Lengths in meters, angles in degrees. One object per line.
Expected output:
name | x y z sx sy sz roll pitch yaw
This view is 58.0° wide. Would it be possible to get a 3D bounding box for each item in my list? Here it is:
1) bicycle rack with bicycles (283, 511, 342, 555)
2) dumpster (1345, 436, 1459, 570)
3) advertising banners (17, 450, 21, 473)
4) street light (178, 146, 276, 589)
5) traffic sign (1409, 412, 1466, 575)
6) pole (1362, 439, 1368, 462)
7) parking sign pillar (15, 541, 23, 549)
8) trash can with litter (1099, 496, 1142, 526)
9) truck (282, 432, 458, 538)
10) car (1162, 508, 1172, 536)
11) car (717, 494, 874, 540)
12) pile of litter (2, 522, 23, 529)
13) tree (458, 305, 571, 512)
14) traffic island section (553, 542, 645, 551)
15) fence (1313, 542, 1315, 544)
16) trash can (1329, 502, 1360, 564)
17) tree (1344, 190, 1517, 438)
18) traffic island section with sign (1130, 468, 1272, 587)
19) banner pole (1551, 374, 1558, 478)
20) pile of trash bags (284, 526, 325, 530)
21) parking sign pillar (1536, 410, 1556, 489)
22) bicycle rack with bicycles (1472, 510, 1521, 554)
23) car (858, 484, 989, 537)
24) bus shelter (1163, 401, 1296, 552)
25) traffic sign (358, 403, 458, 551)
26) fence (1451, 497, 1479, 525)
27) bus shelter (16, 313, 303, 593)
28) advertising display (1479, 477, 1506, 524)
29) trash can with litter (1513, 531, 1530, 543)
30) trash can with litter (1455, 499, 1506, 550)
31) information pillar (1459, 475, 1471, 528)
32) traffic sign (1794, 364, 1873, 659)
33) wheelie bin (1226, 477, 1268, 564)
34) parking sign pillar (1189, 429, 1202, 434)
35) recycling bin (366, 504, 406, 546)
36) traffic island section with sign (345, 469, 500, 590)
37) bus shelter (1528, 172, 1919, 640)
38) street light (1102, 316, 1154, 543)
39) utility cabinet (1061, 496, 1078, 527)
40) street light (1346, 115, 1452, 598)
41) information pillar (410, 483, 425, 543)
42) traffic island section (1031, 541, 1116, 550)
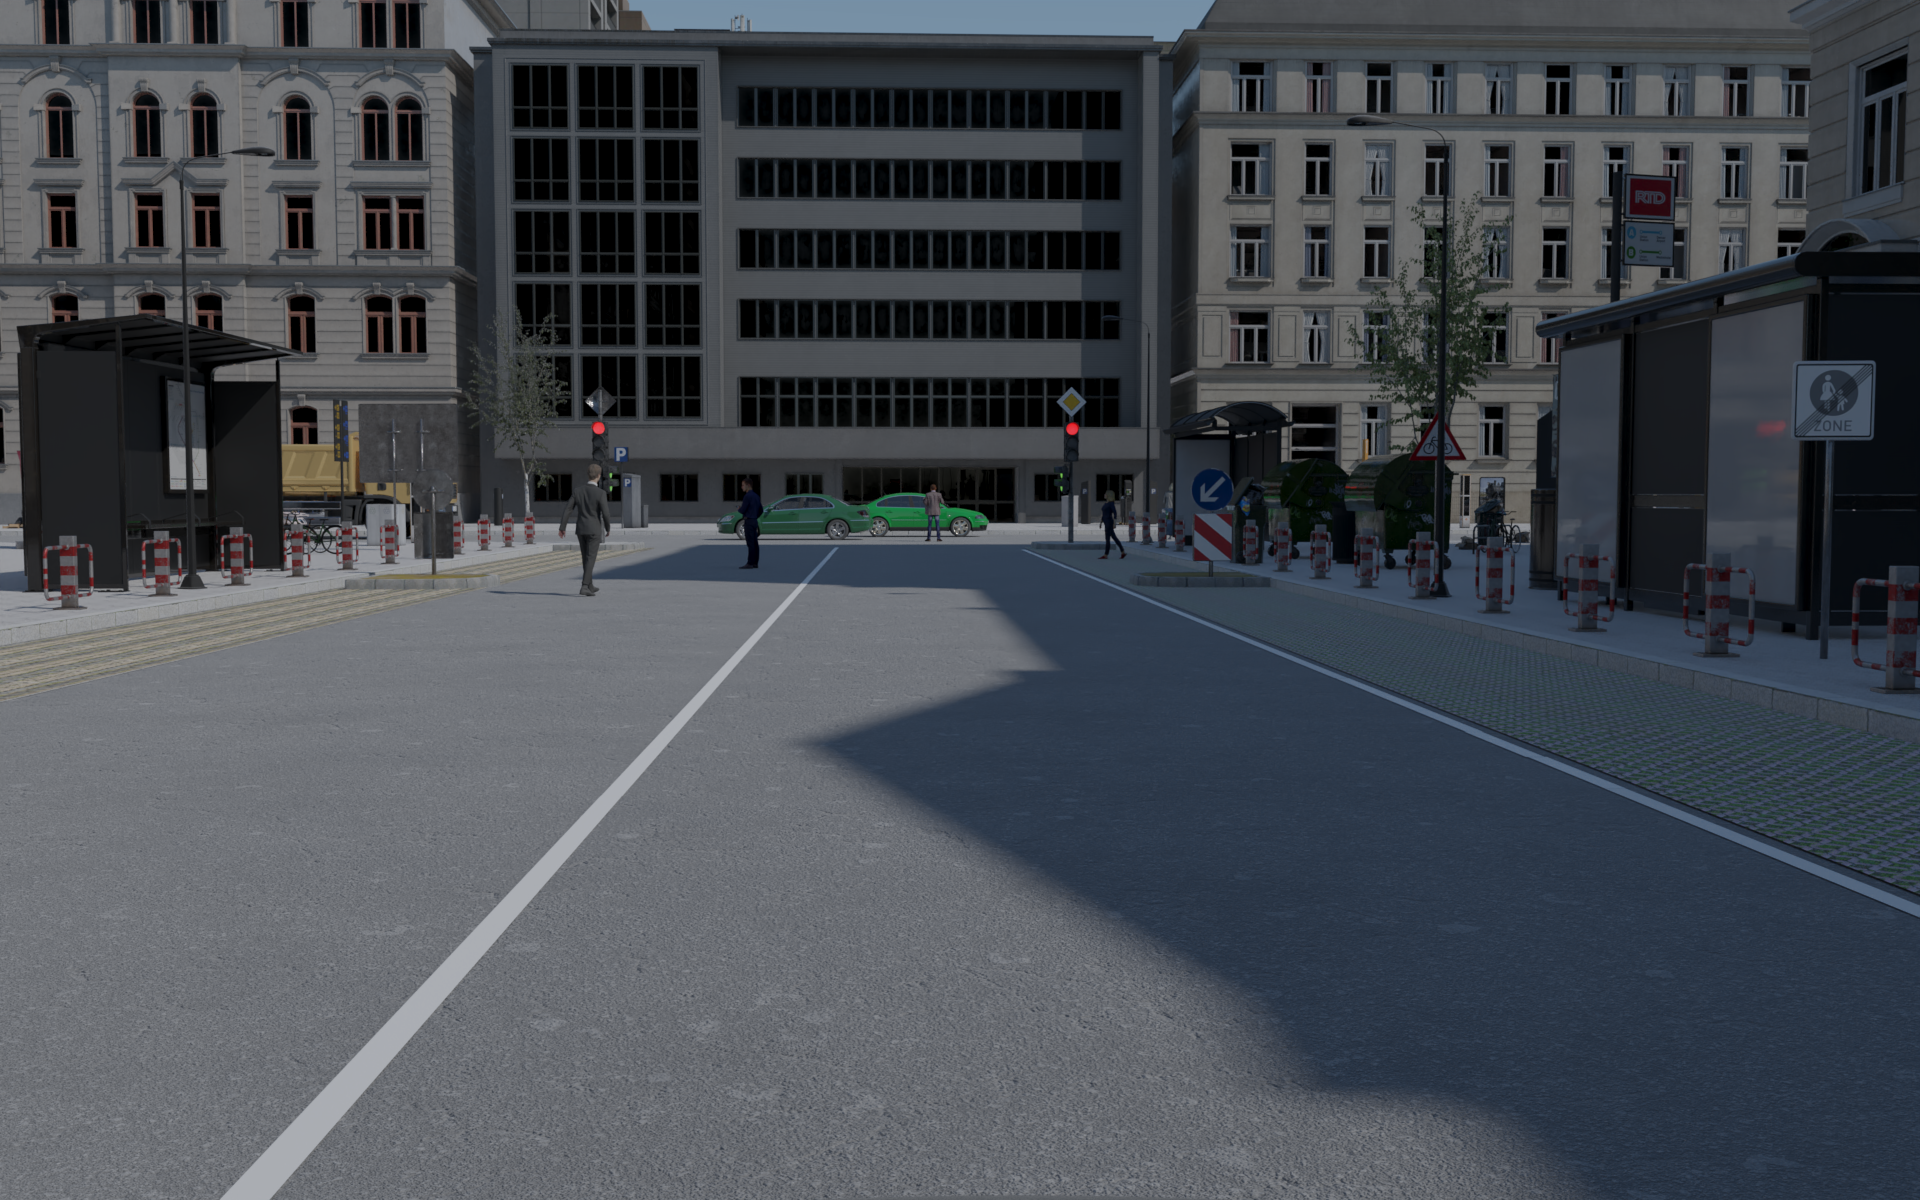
bicycle rack with bicycles | -14.380 -1.449 37.067 2.925 0.926 2.852 0 4 8
dumpster | 7.683 -1.692 30.156 1.502 2.255 1.985 0 4 -2
advertising banners | -36.879 -4.511 69.942 2.074 3.025 0.090 -3 4 -37
street light | -9.851 -3.104 23.288 1.470 5.913 1.316 0 4 -2
traffic sign | 7.518 -1.670 27.311 0.884 2.594 0.081 0 4 4
pole | 15.051 -4.316 64.417 0.158 3.312 0.155 0 3 0
parking sign pillar | -21.419 -3.192 40.662 1.447 3.967 1.447 0 4 2
trash can with litter | 6.684 -3.678 71.192 1.678 1.210 2.233 0 4 -5
truck | -20.275 -3.626 55.214 9.791 3.379 3.469 0 4 -4
car | 7.897 -2.265 49.032 4.499 1.417 2.014 0 4 -2
car | -5.179 -2.608 54.437 4.920 1.459 2.131 0 4 -2
pile of litter | -34.969 -3.103 64.693 1.719 0.858 1.176 2 4 30
tree | -16.840 -7.109 66.594 4.360 8.622 3.978 0 3 0
traffic island section | -9.340 -1.395 45.081 2.009 0.180 2.903 0 4 -2
fence | 8.297 -1.830 45.290 2.069 0.683 0.278 1 4 19
trash can | 7.176 -1.240 31.931 0.748 1.137 0.748 0 3 0
tree | 11.737 -5.644 42.649 4.737 8.622 4.395 0 3 0
traffic island section with sign | 3.737 -1.147 27.381 1.989 1.847 2.006 0 4 -2
banner pole | 11.090 -2.542 31.578 0.401 3.779 0.863 -2 4 -29
pile of trash bags | -24.006 -3.246 62.826 1.912 1.369 3.447 2 4 26
parking sign pillar | 14.837 -3.302 42.456 1.447 3.967 1.447 2 4 35
bicycle rack with bicycles | 11.987 -1.439 36.913 2.852 0.926 2.925 3 5 44
car | -1.394 -3.029 58.320 4.718 1.807 1.959 0 4 -2
bus shelter | 6.171 -2.844 40.419 2.014 3.302 5.546 0 4 -3
traffic sign | -12.405 -2.757 38.947 2.265 3.308 0.079 0 4 4
fence | 20.275 -3.677 71.323 2.264 1.192 0.480 1 4 11
bus shelter | -11.571 -2.100 25.619 1.731 3.624 6.357 0 4 -3
advertising display | 19.917 -3.646 64.833 0.974 1.923 0.123 3 5 40
trash can with litter | 15.051 -2.086 45.496 1.055 1.170 0.624 3 4 37
trash can with litter | 12.018 -1.749 39.986 1.055 1.170 0.624 -1 4 -20
information pillar | 19.001 -3.710 65.149 0.304 2.012 0.304 0 4 -7
traffic sign | 6.719 -0.689 13.403 0.606 2.300 0.079 0 4 5
wheelie bin | 5.329 -1.484 32.165 0.693 1.594 0.980 0 4 -7
parking sign pillar | 9.532 -4.816 67.216 1.447 3.967 1.447 -2 4 -29
recycling bin | -14.241 -1.861 42.985 0.722 1.027 0.722 0 4 6
traffic island section with sign | -8.228 -1.110 26.780 1.989 1.847 2.006 0 4 -2
bus shelter | 8.067 -2.550 19.331 2.179 5.291 8.768 0 4 -2
street light | 4.384 -4.449 45.282 1.470 5.913 1.316 0 4 -2
utility cabinet | 4.287 -3.460 67.725 0.306 1.237 1.020 -1 4 -20
street light | 5.435 -2.990 21.431 1.470 5.913 1.316 0 4 -2
information pillar | -14.181 -2.493 45.255 0.304 2.012 0.304 0 4 -4
traffic island section | 2.940 -1.426 45.604 2.009 0.180 2.903 0 4 -2
